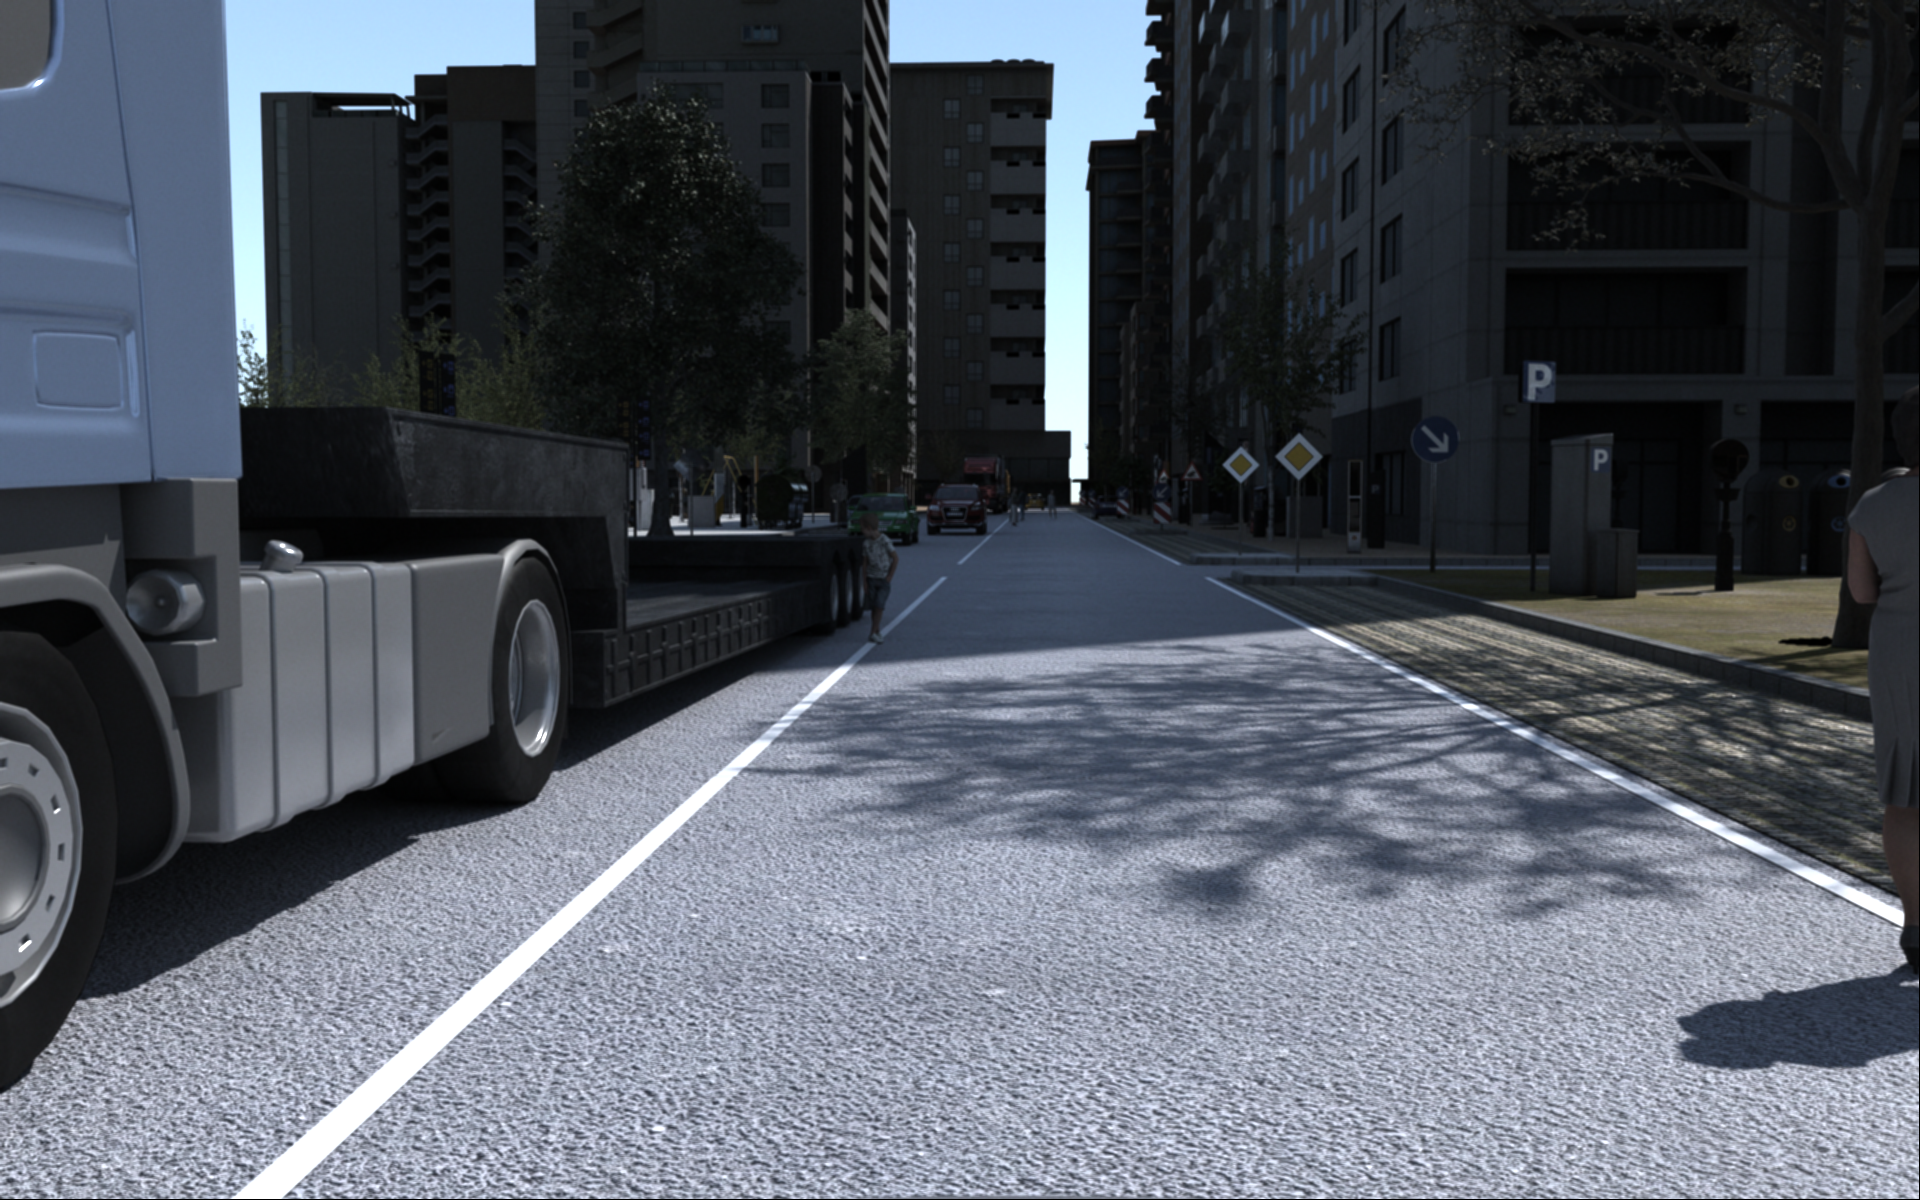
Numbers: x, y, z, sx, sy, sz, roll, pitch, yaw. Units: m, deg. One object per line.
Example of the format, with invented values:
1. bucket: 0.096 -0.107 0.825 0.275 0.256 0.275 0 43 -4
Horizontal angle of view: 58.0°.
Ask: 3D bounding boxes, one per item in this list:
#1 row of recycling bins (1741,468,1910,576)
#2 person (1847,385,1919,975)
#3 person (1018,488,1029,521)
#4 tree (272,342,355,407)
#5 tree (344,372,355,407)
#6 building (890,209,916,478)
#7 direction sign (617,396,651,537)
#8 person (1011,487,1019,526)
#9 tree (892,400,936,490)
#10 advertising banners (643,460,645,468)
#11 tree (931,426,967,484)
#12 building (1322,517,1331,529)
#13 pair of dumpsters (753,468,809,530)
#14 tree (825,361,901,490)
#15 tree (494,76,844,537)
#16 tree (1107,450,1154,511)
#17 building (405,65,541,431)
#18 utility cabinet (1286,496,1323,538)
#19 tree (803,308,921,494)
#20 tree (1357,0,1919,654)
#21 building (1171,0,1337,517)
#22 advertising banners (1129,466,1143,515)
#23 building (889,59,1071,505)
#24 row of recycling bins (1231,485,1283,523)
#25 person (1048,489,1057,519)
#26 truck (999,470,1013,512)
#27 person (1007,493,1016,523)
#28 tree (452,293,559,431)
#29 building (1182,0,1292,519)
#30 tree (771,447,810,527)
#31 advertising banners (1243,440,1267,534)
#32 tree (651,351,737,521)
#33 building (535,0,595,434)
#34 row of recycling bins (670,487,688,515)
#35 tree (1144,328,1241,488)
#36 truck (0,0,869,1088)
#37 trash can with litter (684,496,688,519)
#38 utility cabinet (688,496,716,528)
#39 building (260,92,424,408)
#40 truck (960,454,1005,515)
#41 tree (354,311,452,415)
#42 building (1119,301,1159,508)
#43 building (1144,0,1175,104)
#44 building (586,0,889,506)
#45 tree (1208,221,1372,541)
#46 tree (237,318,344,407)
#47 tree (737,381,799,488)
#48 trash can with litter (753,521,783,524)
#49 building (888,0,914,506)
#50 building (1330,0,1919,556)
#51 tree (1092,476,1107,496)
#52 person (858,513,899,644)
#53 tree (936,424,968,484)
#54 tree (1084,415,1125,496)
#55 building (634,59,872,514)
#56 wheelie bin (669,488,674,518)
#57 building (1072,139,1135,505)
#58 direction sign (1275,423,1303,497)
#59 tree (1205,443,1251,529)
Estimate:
1. row of recycling bins: 14.207 -1.228 27.186 3.534 1.692 1.069 1 4 18
2. person: 3.060 0.225 5.175 0.532 1.782 0.716 -3 5 -45
3. person: 3.305 -5.074 91.804 0.721 1.781 0.623 3 4 36
4. tree: -30.846 -8.121 83.135 4.360 8.622 3.978 0 3 0
5. tree: -30.232 -8.602 90.998 4.737 8.622 4.395 0 3 0
6. building: -11.682 -24.835 177.748 14.107 30.474 14.160 0 4 3
7. direction sign: -7.553 -2.948 40.196 0.876 3.537 0.379 1 4 22
8. person: 2.476 -4.188 77.522 0.362 1.759 0.519 1 4 12
9. tree: -4.405 -11.178 133.128 4.360 8.622 3.978 0 3 0
10. advertising banners: -14.334 -5.142 80.262 0.090 3.025 2.074 1 4 19
11. tree: -1.314 -14.628 189.533 4.737 8.622 4.395 0 3 0
12. building: 20.202 -25.352 64.622 14.600 45.320 14.200 0 4 3
13. pair of dumpsters: -6.591 -3.740 63.641 1.574 2.255 4.437 0 4 2
14. tree: -5.394 -8.937 96.480 4.737 8.622 4.395 0 3 0
15. tree: -8.340 -8.020 48.137 9.611 12.733 9.660 0 3 0
16. tree: 12.648 -8.841 128.264 4.285 4.588 4.351 0 3 0
17. building: -47.492 -32.337 178.823 14.200 45.320 14.600 0 4 3
18. utility cabinet: 10.060 -2.412 50.603 1.020 1.237 0.306 -1 4 -10
19. tree: -6.058 -11.511 106.334 7.486 12.596 7.792 0 3 0
20. tree: 7.660 -6.346 14.122 12.009 13.543 11.850 0 3 0
21. building: 22.062 -28.641 118.390 14.600 45.320 14.200 0 4 3
22. advertising banners: 10.871 -6.802 107.405 0.090 3.025 2.074 2 4 30
23. building: -0.330 -38.081 211.866 27.495 52.752 28.713 0 4 3
24. row of recycling bins: 12.547 -4.259 76.755 3.534 1.692 1.069 0 4 -2
25. person: 5.228 -5.442 98.486 0.512 1.701 0.522 -2 4 -26
26. truck: 2.676 -8.884 141.169 3.469 3.379 9.791 0 4 3
27. person: 2.593 -4.586 86.073 0.503 1.515 0.523 0 4 -7
28. tree: -15.551 -6.830 62.041 4.737 8.622 4.395 0 3 0
29. building: 24.923 -29.052 94.601 23.786 49.044 30.456 0 4 3
30. tree: -6.947 -4.461 67.546 1.663 3.219 1.824 0 3 0
31. advertising banners: 9.485 -3.650 55.870 0.090 3.025 2.074 -1 4 -11
32. tree: -13.491 -8.144 83.519 4.737 8.622 4.395 0 3 0
33. building: -29.418 -44.979 173.652 20.611 71.187 20.563 0 4 3
34. row of recycling bins: -17.229 -6.065 106.280 1.069 1.692 3.534 0 4 -3
35. tree: 10.461 -7.796 77.830 4.360 8.622 3.978 0 3 0
36. truck: -2.930 -1.304 11.085 2.967 4.110 18.799 0 4 4
37. trash can with litter: -14.084 -4.774 89.440 0.624 1.170 1.055 0 4 -1
38. utility cabinet: -9.836 -3.352 65.963 1.020 1.237 0.306 0 4 1
39. building: -62.224 -30.327 179.438 14.086 41.232 14.154 0 4 3
40. truck: 1.746 -8.316 124.879 2.839 4.237 11.283 0 4 4
41. tree: -21.467 -7.255 68.988 4.737 8.622 4.395 0 3 0
42. building: 30.155 -19.827 169.209 27.650 21.520 28.899 0 4 3
43. building: 26.257 -29.675 139.813 22.147 44.769 28.867 0 4 3
44. building: -17.158 -31.368 136.567 21.300 48.544 21.600 0 4 3
45. tree: 8.603 -5.895 46.746 4.737 8.622 4.395 0 3 0
46. tree: -29.437 -7.530 73.484 4.737 8.622 4.395 0 3 0
47. tree: -10.871 -9.037 98.121 4.737 8.622 4.395 0 3 0
48. trash can with litter: -8.527 -3.961 75.822 1.678 1.210 2.233 1 4 21
49. building: -14.754 -43.981 157.348 20.563 71.187 20.611 0 4 3
50. building: 21.803 -37.034 43.758 20.611 71.187 20.563 0 4 3
51. tree: 13.970 -10.710 169.710 1.663 3.219 1.824 0 3 0
52. person: -0.791 -0.214 16.688 0.352 1.250 0.332 -2 4 -29
53. tree: -1.691 -13.971 178.787 4.360 8.622 3.978 0 3 0
54. tree: 13.599 -12.913 161.492 4.737 8.622 4.395 0 3 0
55. building: -13.754 -21.250 119.131 14.160 30.474 14.107 0 4 3
56. wheelie bin: -15.454 -5.083 91.010 0.980 1.594 0.693 -3 5 -40
57. building: 28.005 -33.807 207.363 28.867 44.769 22.147 0 4 3
58. direction sign: 10.430 -3.852 54.972 0.876 3.537 0.379 0 4 -7
59. tree: 9.610 -4.210 63.433 1.663 3.219 1.824 0 3 0
